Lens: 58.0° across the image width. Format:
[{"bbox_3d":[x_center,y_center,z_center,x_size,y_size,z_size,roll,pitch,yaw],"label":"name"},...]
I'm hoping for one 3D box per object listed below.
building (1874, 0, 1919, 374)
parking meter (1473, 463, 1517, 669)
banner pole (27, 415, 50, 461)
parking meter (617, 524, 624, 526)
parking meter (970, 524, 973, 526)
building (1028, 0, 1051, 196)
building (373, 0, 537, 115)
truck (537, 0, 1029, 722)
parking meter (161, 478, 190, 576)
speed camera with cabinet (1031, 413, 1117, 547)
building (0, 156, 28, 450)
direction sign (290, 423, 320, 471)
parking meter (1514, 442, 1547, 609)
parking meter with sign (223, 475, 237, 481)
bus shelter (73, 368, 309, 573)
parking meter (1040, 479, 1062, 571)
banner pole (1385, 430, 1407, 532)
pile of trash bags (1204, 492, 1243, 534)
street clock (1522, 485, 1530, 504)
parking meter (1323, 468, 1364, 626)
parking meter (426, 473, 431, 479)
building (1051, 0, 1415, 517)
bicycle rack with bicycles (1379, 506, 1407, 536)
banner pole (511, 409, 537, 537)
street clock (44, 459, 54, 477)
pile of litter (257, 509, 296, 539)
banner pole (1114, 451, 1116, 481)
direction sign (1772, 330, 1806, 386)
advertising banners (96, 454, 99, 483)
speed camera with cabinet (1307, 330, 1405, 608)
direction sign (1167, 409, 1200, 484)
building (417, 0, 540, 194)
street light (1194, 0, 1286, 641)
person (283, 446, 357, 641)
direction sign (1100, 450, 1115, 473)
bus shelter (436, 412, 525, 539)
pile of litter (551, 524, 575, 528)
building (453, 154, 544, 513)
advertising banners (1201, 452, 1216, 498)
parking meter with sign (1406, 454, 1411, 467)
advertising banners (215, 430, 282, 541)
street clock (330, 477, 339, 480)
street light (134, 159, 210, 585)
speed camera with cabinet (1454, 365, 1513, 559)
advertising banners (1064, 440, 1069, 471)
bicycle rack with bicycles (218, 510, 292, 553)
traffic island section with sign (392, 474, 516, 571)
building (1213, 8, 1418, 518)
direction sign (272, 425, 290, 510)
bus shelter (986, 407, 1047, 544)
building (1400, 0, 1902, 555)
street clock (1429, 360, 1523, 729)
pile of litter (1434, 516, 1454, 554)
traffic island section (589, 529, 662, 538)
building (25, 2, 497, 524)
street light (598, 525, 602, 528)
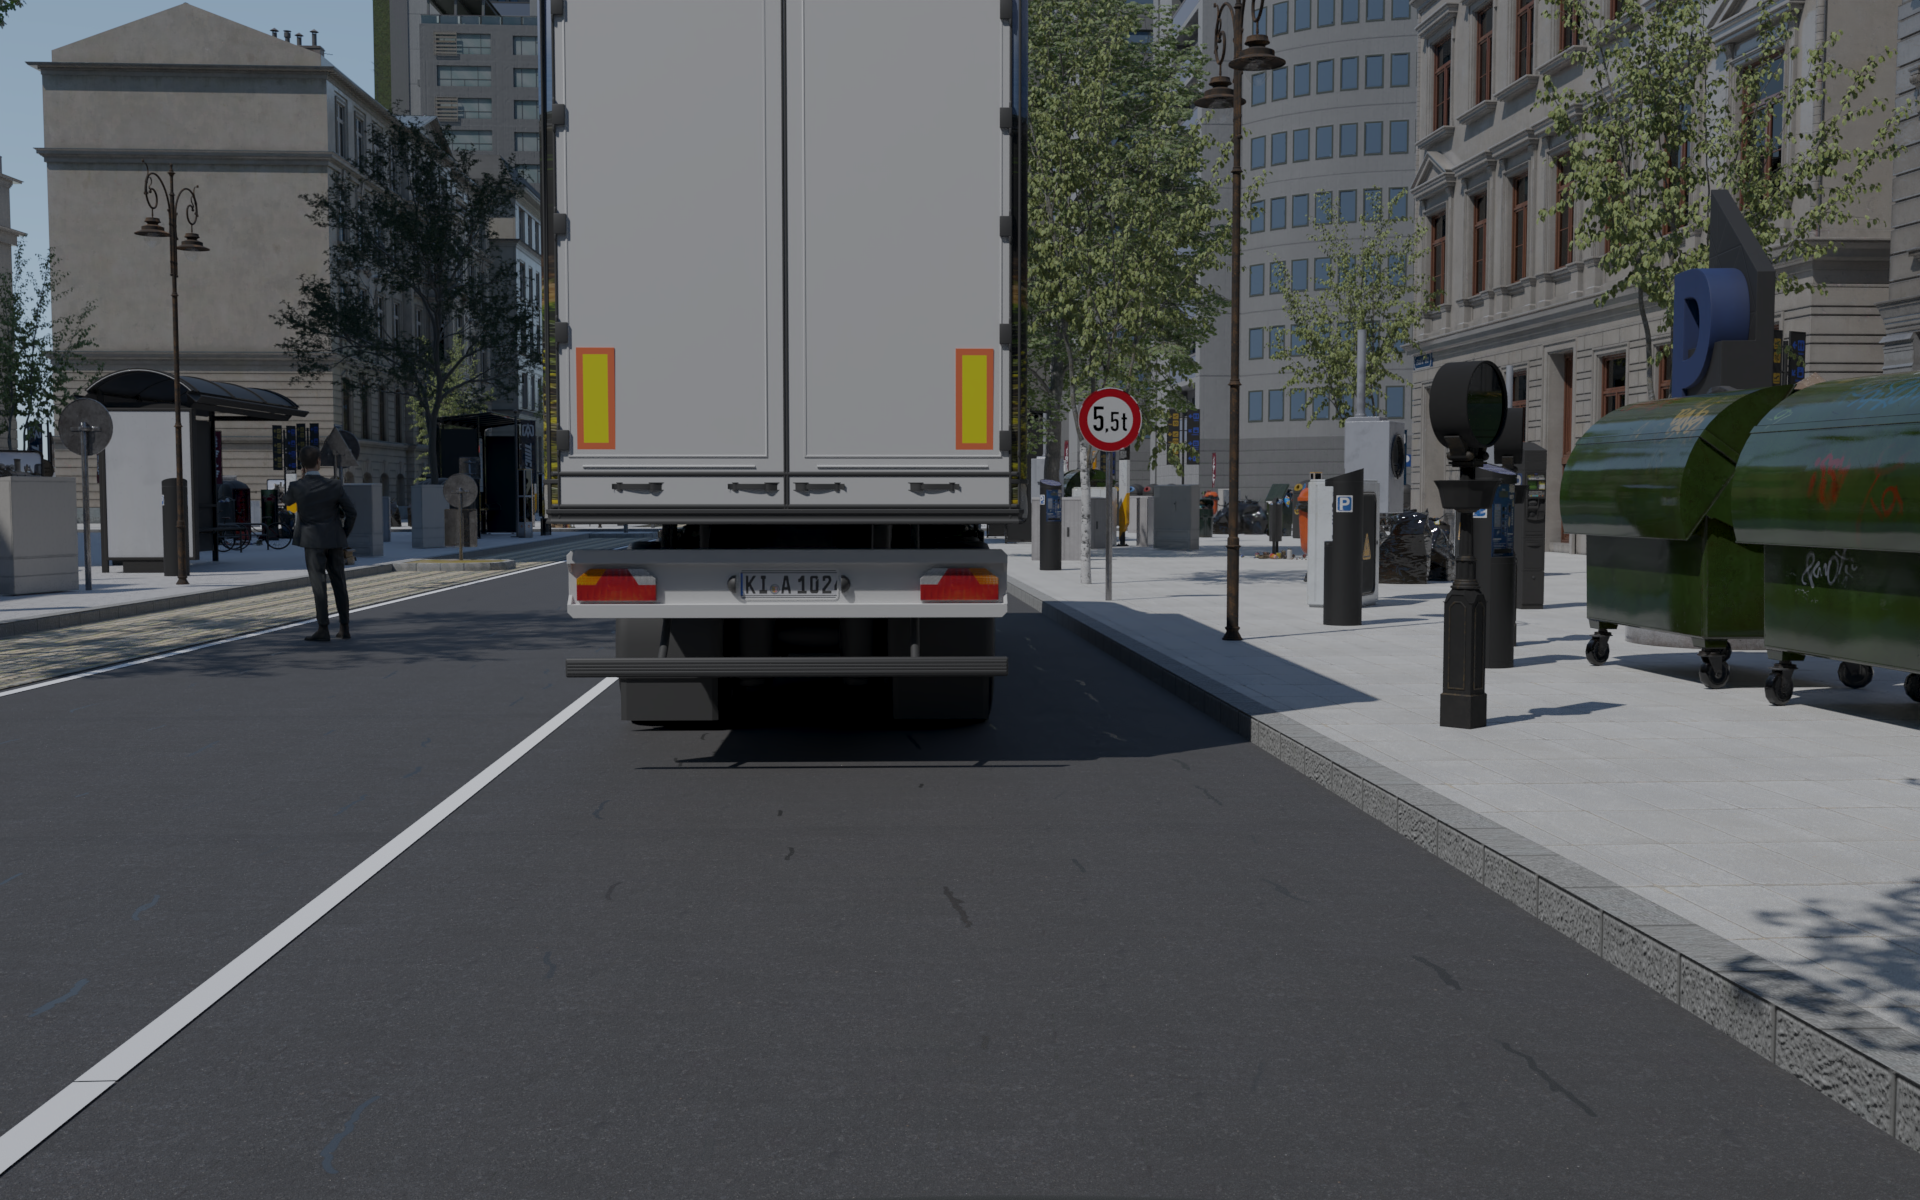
[{"bbox_3d":[18.936,-10.252,16.779,9.793,20.994,18.267,0,4,-4],"label":"building"},{"bbox_3d":[3.927,-0.271,12.850,0.372,1.533,0.369,0,3,0],"label":"parking meter"},{"bbox_3d":[-28.528,-3.901,53.799,0.401,3.779,0.863,3,5,40],"label":"banner pole"},{"bbox_3d":[-13.718,-3.942,70.170,0.399,1.863,0.255,1,4,8],"label":"parking meter"},{"bbox_3d":[0.337,-2.933,56.365,0.372,1.533,0.369,0,3,0],"label":"parking meter"},{"bbox_3d":[14.555,-33.152,165.737,21.300,48.544,21.600,0,4,-4],"label":"building"},{"bbox_3d":[-41.973,-38.162,165.956,21.231,58.520,28.212,0,4,-4],"label":"building"},{"bbox_3d":[-1.069,-1.548,14.218,2.839,4.237,11.283,0,4,-2],"label":"truck"},{"bbox_3d":[-12.266,-1.142,27.086,0.372,1.533,0.369,0,3,0],"label":"parking meter"},{"bbox_3d":[2.794,-2.939,42.388,2.038,3.252,0.660,1,4,23],"label":"speed camera with cabinet"},{"bbox_3d":[-57.975,-14.513,79.089,24.055,21.916,13.314,0,4,-4],"label":"building"},{"bbox_3d":[-20.837,-3.878,55.409,0.876,3.537,0.379,1,4,21],"label":"direction sign"},{"bbox_3d":[6.350,-0.834,19.345,0.255,1.863,0.399,0,4,-6],"label":"parking meter"},{"bbox_3d":[-29.775,-4.535,70.412,1.738,3.016,0.543,-1,4,-12],"label":"parking meter with sign"},{"bbox_3d":[-13.356,-2.243,30.592,2.014,3.302,5.546,0,4,-4],"label":"bus shelter"},{"bbox_3d":[1.526,-1.268,29.135,0.372,1.533,0.369,0,3,0],"label":"parking meter"},{"bbox_3d":[14.847,-4.229,59.160,0.863,3.779,0.401,0,4,5],"label":"banner pole"},{"bbox_3d":[9.699,-2.824,55.933,1.912,1.369,3.447,3,5,44],"label":"pile of trash bags"},{"bbox_3d":[4.611,-0.613,14.599,0.358,2.002,0.471,1,4,19],"label":"street clock"},{"bbox_3d":[3.754,-0.523,16.959,0.372,1.533,0.369,0,3,0],"label":"parking meter"},{"bbox_3d":[-14.833,-2.625,48.635,0.255,1.863,0.399,-1,4,-9],"label":"parking meter"},{"bbox_3d":[16.986,-35.508,122.560,21.231,58.520,28.212,0,4,-4],"label":"building"},{"bbox_3d":[13.197,-2.361,51.986,2.925,0.926,2.852,3,5,45],"label":"bicycle rack with bicycles"},{"bbox_3d":[-12.960,-3.758,51.457,0.863,3.779,0.401,-3,4,-38],"label":"banner pole"},{"bbox_3d":[-18.904,-1.900,35.630,0.358,2.002,0.471,2,4,32],"label":"street clock"},{"bbox_3d":[-19.370,-2.205,50.024,1.719,0.858,1.176,1,4,13],"label":"pile of litter"},{"bbox_3d":[6.814,-5.407,78.417,0.863,3.779,0.401,-1,4,-20],"label":"banner pole"},{"bbox_3d":[11.431,-1.962,24.073,0.876,3.537,0.379,-2,4,-31],"label":"direction sign"},{"bbox_3d":[-21.264,-2.923,43.974,0.090,3.025,2.074,1,4,13],"label":"advertising banners"},{"bbox_3d":[4.663,-1.585,20.249,0.660,3.252,2.038,2,4,29],"label":"speed camera with cabinet"},{"bbox_3d":[5.947,-3.315,46.193,0.876,3.537,0.379,1,4,9],"label":"direction sign"},{"bbox_3d":[-36.535,-28.262,145.679,14.154,41.232,14.086,0,4,-4],"label":"building"},{"bbox_3d":[2.394,-2.585,15.046,0.468,5.910,1.993,0,4,-4],"label":"street light"},{"bbox_3d":[-6.280,-0.557,16.976,0.648,1.900,0.474,-3,5,-43],"label":"person"},{"bbox_3d":[6.270,-4.994,73.645,0.876,3.537,0.379,-3,5,-41],"label":"direction sign"},{"bbox_3d":[-14.420,-3.744,52.489,1.731,3.624,6.357,0,4,-3],"label":"bus shelter"},{"bbox_3d":[-15.179,-3.161,65.643,1.176,0.858,1.719,-1,4,-12],"label":"pile of litter"},{"bbox_3d":[-36.343,-17.786,124.086,16.112,22.955,30.059,0,4,-4],"label":"building"},{"bbox_3d":[10.595,-4.746,73.777,0.090,3.025,2.074,0,4,-7],"label":"advertising banners"},{"bbox_3d":[19.517,-4.932,76.896,0.543,3.016,1.738,0,4,1],"label":"parking meter with sign"},{"bbox_3d":[-19.775,-3.151,47.708,2.074,3.025,0.090,0,4,-4],"label":"advertising banners"},{"bbox_3d":[-25.897,-4.114,71.831,0.358,2.002,0.471,2,4,33],"label":"street clock"},{"bbox_3d":[-11.024,-3.156,24.382,0.468,5.910,1.993,0,4,-4],"label":"street light"},{"bbox_3d":[8.330,-2.024,27.435,0.660,3.252,2.038,0,4,5],"label":"speed camera with cabinet"},{"bbox_3d":[3.605,-3.625,55.458,0.090,3.025,2.074,-1,4,-11],"label":"advertising banners"},{"bbox_3d":[-16.844,-1.558,38.851,2.925,0.926,2.852,0,4,-2],"label":"bicycle rack with bicycles"},{"bbox_3d":[-9.535,-1.482,32.864,1.989,1.847,2.006,0,4,-4],"label":"traffic island section with sign"},{"bbox_3d":[25.274,-33.383,87.818,28.212,58.520,21.231,0,4,-4],"label":"building"},{"bbox_3d":[-22.256,-3.983,57.121,0.379,3.537,0.876,2,4,32],"label":"direction sign"},{"bbox_3d":[1.464,-3.445,47.607,1.731,3.624,6.357,0,4,-4],"label":"bus shelter"},{"bbox_3d":[17.986,-12.305,37.348,11.583,22.565,21.152,0,4,-4],"label":"building"},{"bbox_3d":[2.778,-0.302,9.501,0.358,2.002,0.471,3,5,44],"label":"street clock"},{"bbox_3d":[9.483,-1.199,33.566,1.176,0.858,1.719,0,4,2],"label":"pile of litter"},{"bbox_3d":[-11.115,-2.155,57.514,2.009,0.180,2.903,0,4,-4],"label":"traffic island section"},{"bbox_3d":[-33.430,-16.655,91.391,14.460,24.649,34.723,0,4,-4],"label":"building"},{"bbox_3d":[-13.676,-5.678,65.615,0.468,5.910,1.993,0,4,-4],"label":"street light"}]
